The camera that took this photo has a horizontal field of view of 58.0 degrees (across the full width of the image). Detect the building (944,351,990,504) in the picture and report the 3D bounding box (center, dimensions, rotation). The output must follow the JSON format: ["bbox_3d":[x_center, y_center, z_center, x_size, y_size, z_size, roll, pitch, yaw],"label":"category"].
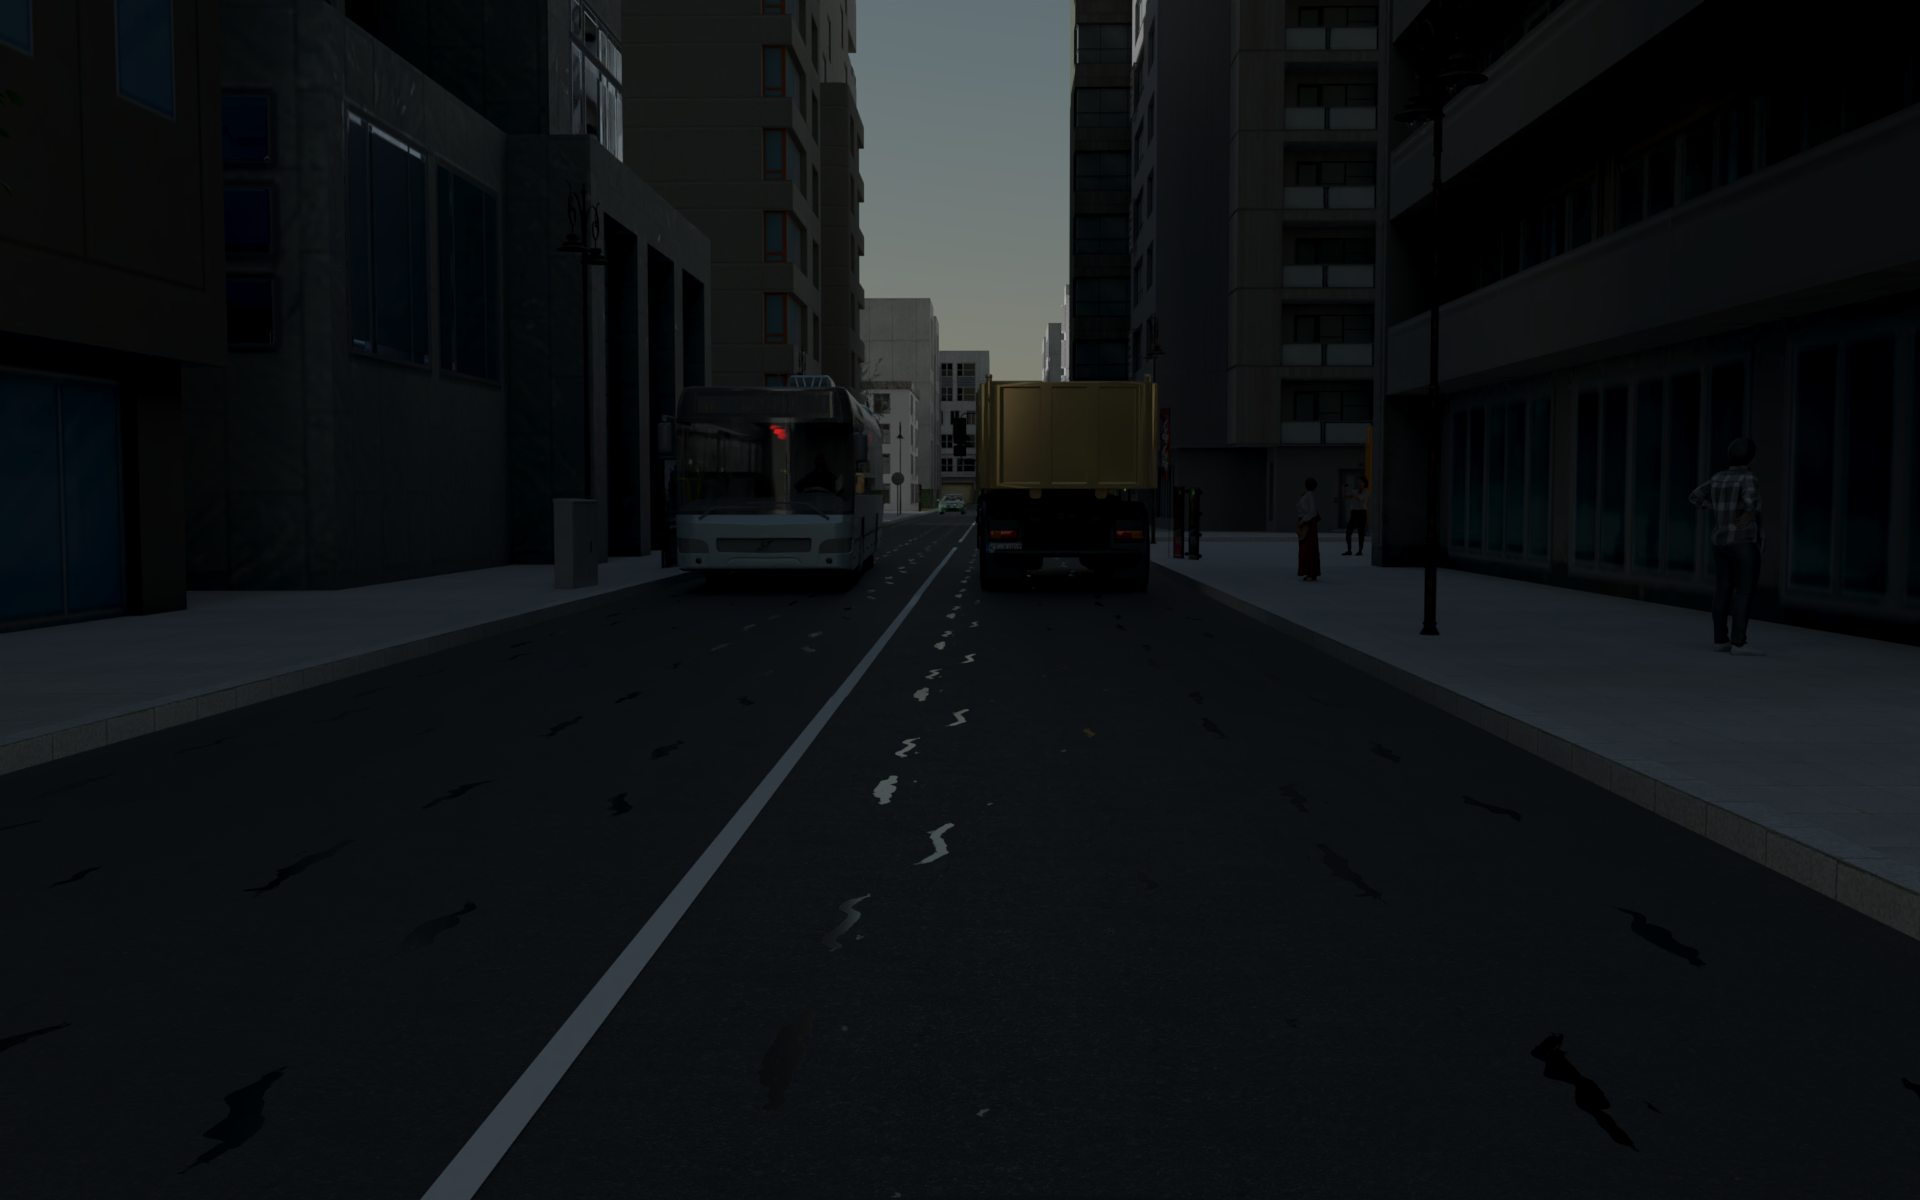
[{"bbox_3d":[11.072,-21.719,221.570,31.486,18.905,16.747,0,4,1],"label":"building"}]

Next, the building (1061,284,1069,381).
[{"bbox_3d":[16.151,-17.207,137.754,16.016,20.091,11.380,0,4,1],"label":"building"}]

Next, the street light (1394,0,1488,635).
[{"bbox_3d":[4.285,-2.620,15.622,0.468,5.910,1.993,0,4,1],"label":"street light"}]

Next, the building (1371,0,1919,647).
[{"bbox_3d":[17.816,-24.174,18.952,21.300,48.544,21.600,0,4,1],"label":"building"}]

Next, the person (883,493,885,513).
[{"bbox_3d":[-4.381,-5.241,95.637,0.435,1.345,0.340,-3,5,-45],"label":"person"}]

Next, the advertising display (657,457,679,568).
[{"bbox_3d":[-5.059,-1.534,30.288,0.123,1.923,0.974,1,4,10],"label":"advertising display"}]

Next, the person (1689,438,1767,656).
[{"bbox_3d":[6.237,-0.440,13.953,0.376,1.734,0.841,0,4,-4],"label":"person"}]

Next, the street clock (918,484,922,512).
[{"bbox_3d":[-2.943,-7.455,126.466,0.358,2.002,0.471,-1,4,-13],"label":"street clock"}]

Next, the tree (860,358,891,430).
[{"bbox_3d":[-5.494,-8.348,86.857,4.360,8.622,3.978,0,3,0],"label":"tree"}]

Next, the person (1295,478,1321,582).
[{"bbox_3d":[5.148,-1.044,25.588,0.387,1.526,0.523,1,4,9],"label":"person"}]

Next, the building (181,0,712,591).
[{"bbox_3d":[-22.067,-43.931,30.950,31.000,86.520,22.319,0,4,1],"label":"building"}]

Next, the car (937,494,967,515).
[{"bbox_3d":[-0.525,-6.765,122.399,2.131,1.459,4.920,0,4,2],"label":"car"}]

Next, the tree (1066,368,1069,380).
[{"bbox_3d":[7.143,-8.804,94.309,4.360,8.622,3.978,0,3,0],"label":"tree"}]

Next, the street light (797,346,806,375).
[{"bbox_3d":[-4.926,-4.982,54.236,0.468,5.910,1.993,0,4,1],"label":"street light"}]

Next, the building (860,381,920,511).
[{"bbox_3d":[-7.865,-12.268,142.729,9.099,9.664,28.070,0,4,1],"label":"building"}]

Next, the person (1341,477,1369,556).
[{"bbox_3d":[8.225,-1.746,36.048,0.566,1.644,0.517,0,4,4],"label":"person"}]

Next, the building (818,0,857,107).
[{"bbox_3d":[-20.394,-31.426,103.055,28.713,52.752,27.495,0,4,1],"label":"building"}]

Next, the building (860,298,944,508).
[{"bbox_3d":[-10.731,-18.702,172.237,16.747,18.905,31.486,0,4,1],"label":"building"}]

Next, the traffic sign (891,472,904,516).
[{"bbox_3d":[-3.616,-6.146,100.585,0.768,2.556,0.104,0,4,7],"label":"traffic sign"}]

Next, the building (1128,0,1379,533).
[{"bbox_3d":[13.548,-23.110,61.449,14.086,41.232,14.154,0,4,1],"label":"building"}]

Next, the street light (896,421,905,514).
[{"bbox_3d":[-3.770,-8.363,109.516,0.468,5.910,1.993,0,4,1],"label":"street light"}]

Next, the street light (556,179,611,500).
[{"bbox_3d":[-5.583,-3.247,25.875,0.468,5.910,1.993,0,4,1],"label":"street light"}]

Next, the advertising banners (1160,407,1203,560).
[{"bbox_3d":[4.371,-2.341,34.456,0.090,3.025,2.074,-1,4,-16],"label":"advertising banners"}]

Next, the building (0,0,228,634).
[{"bbox_3d":[-15.268,-22.090,11.290,14.600,45.320,14.200,0,4,1],"label":"building"}]

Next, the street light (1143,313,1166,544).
[{"bbox_3d":[4.973,-4.380,44.398,0.468,5.910,1.993,0,4,1],"label":"street light"}]

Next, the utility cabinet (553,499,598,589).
[{"bbox_3d":[-5.285,-0.778,23.884,0.306,1.237,1.020,0,4,7],"label":"utility cabinet"}]

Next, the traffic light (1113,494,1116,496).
[{"bbox_3d":[4.673,-3.904,52.756,0.839,4.253,0.868,0,4,1],"label":"traffic light"}]

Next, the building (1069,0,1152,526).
[{"bbox_3d":[11.779,-18.640,76.466,14.160,30.474,14.107,0,4,1],"label":"building"}]

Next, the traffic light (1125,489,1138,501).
[{"bbox_3d":[4.502,-3.416,44.772,0.839,4.253,0.868,0,4,1],"label":"traffic light"}]

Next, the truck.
[{"bbox_3d":[1.576,-2.055,29.515,3.469,3.379,9.791,0,4,0],"label":"truck"}]

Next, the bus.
[{"bbox_3d":[-2.857,-2.172,30.375,2.948,3.499,13.247,0,4,-1],"label":"bus"}]

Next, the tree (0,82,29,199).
[{"bbox_3d":[-5.931,-1.468,7.718,4.285,4.588,4.351,0,3,0],"label":"tree"}]

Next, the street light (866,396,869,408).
[{"bbox_3d":[-4.379,-6.686,82.096,0.468,5.910,1.993,0,4,1],"label":"street light"}]

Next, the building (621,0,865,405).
[{"bbox_3d":[-18.648,-13.627,67.834,27.650,21.520,28.899,0,4,1],"label":"building"}]

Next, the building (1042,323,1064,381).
[{"bbox_3d":[17.645,-19.623,187.292,16.747,18.905,31.486,0,4,1],"label":"building"}]

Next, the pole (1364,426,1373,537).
[{"bbox_3d":[12.279,-3.560,52.047,0.158,3.312,0.155,0,3,0],"label":"pole"}]
